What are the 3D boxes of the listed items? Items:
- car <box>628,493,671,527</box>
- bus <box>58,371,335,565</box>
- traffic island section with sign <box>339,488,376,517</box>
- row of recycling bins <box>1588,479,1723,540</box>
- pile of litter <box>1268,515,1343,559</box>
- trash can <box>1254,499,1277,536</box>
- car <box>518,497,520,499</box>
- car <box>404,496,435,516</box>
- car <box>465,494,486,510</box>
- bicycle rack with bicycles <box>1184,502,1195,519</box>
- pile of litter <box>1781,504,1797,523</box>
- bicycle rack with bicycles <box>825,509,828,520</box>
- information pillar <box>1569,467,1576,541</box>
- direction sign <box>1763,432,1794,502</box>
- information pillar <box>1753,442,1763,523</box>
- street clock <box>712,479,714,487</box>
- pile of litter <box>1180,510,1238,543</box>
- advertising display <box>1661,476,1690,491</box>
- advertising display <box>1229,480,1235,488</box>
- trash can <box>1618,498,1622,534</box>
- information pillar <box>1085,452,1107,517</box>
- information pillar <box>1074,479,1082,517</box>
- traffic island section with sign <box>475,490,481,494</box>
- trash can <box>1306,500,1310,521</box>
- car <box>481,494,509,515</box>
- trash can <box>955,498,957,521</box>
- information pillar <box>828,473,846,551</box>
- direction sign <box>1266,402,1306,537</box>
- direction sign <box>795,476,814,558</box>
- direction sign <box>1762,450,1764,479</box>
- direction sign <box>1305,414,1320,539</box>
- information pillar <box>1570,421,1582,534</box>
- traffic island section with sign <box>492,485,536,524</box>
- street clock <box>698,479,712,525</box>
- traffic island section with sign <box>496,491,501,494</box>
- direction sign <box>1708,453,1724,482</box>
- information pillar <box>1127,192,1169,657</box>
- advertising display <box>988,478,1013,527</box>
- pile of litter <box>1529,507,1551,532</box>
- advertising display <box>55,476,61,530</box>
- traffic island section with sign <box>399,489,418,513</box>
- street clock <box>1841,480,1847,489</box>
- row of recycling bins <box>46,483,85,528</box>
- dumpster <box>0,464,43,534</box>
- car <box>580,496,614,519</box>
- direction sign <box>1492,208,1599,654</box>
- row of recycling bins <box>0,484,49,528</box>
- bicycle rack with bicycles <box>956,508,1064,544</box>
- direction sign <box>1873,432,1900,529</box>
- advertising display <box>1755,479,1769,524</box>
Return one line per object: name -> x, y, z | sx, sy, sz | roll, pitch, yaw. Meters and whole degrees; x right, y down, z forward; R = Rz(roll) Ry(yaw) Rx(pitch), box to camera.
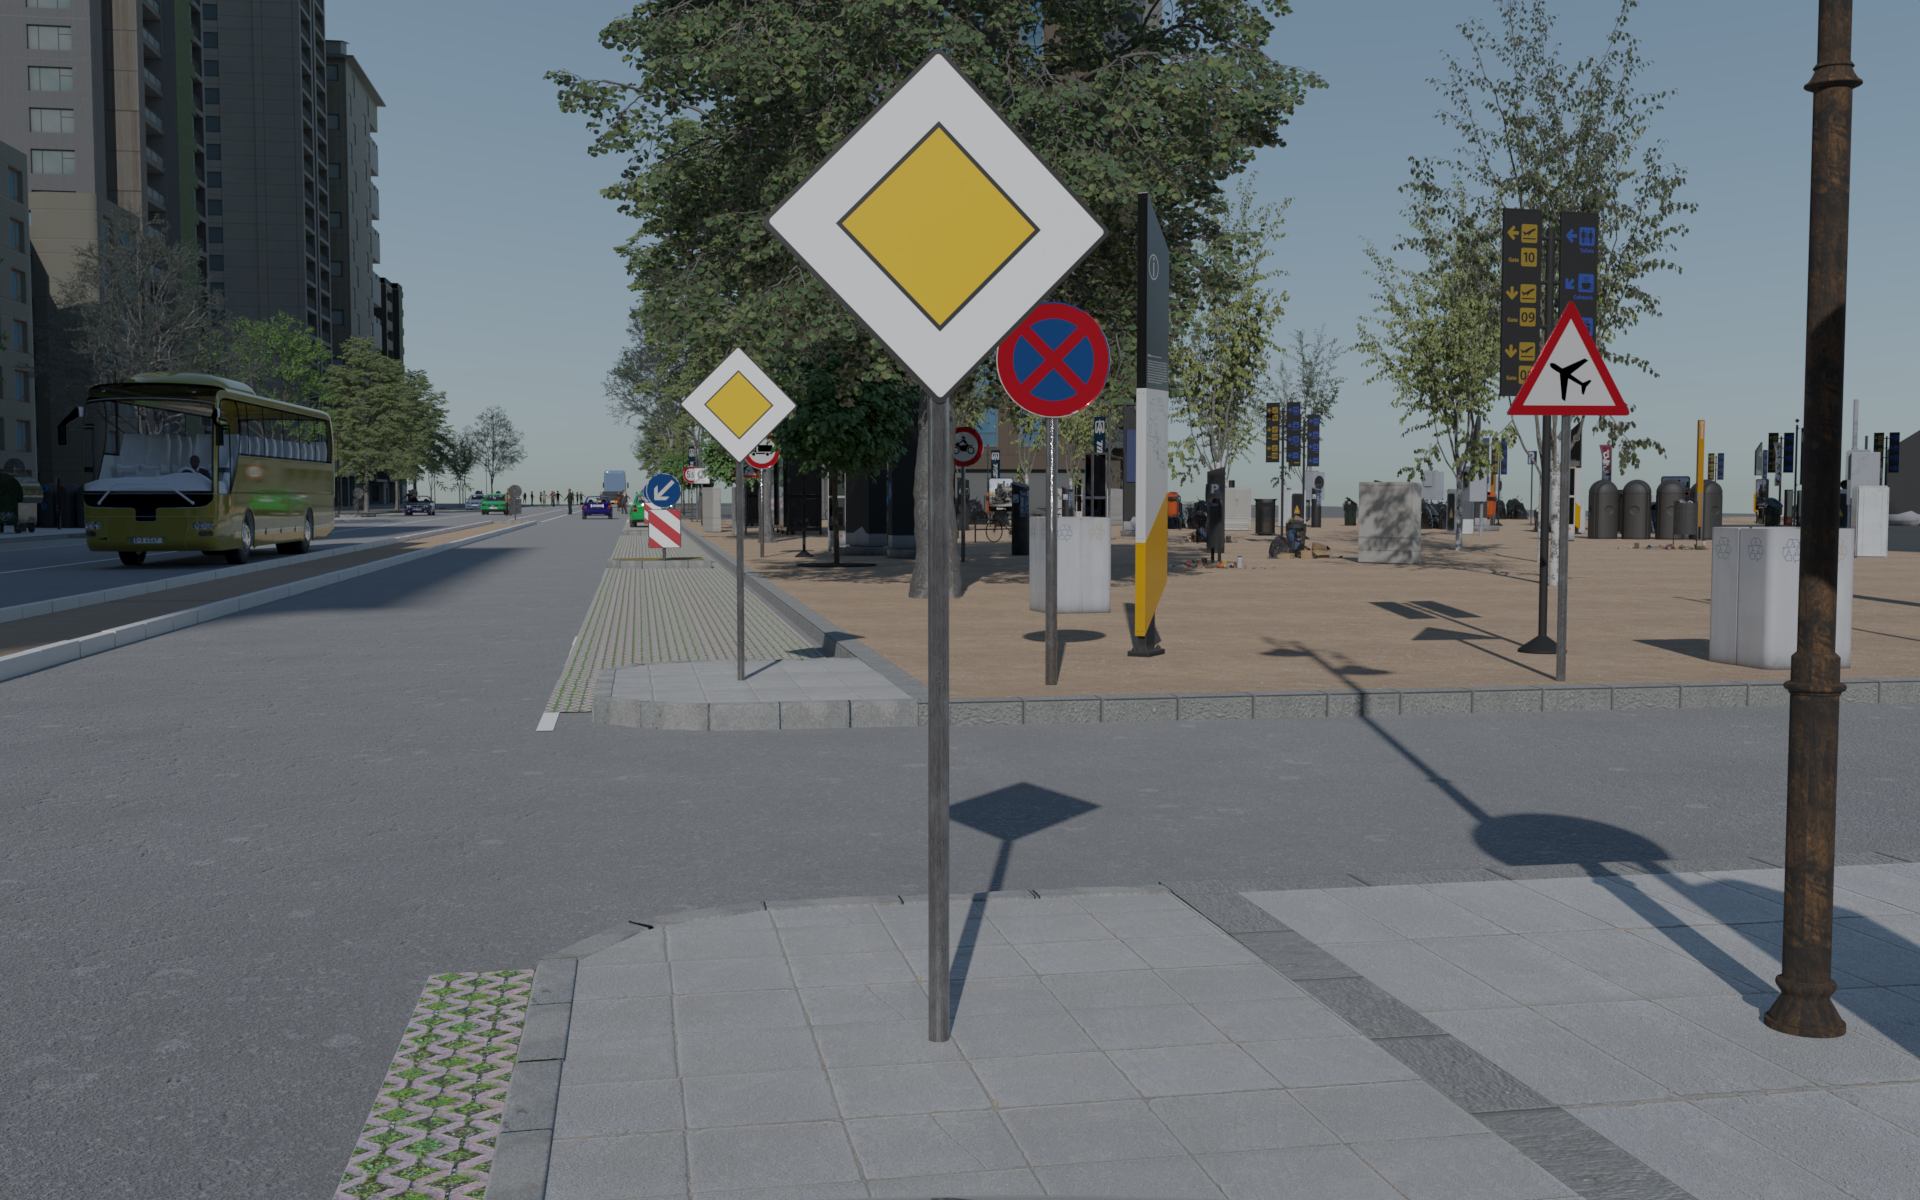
car -> -13.434, -4.066, 75.277 | 1.959, 1.807, 4.718 | -1, 4, -10
bus -> -16.318, -2.863, 38.365 | 2.896, 3.916, 12.252 | -1, 4, -10
traffic island section with sign -> -37.203, -6.019, 107.039 | 1.989, 1.847, 2.006 | -1, 4, -10
row of recycling bins -> 19.645, -2.561, 48.986 | 3.534, 1.692, 1.069 | 1, 4, 18
pile of litter -> 6.915, -1.269, 34.711 | 1.719, 0.858, 1.176 | -1, 4, -11
trash can -> 9.403, -2.550, 53.348 | 0.748, 1.137, 0.748 | 0, 3, 0
car -> -50.137, -11.266, 193.233 | 2.155, 1.783, 4.494 | -1, 4, -11
car -> -36.105, -6.311, 115.764 | 1.945, 1.354, 3.894 | -1, 4, -12
car -> -42.763, -8.659, 153.577 | 2.014, 1.417, 4.499 | -1, 4, -9
bicycle rack with bicycles -> 11.739, -4.301, 83.702 | 2.852, 0.926, 2.925 | 2, 4, 33
pile of litter -> 37.535, -3.940, 78.391 | 1.719, 0.858, 1.176 | -3, 4, -36
bicycle rack with bicycles -> -4.869, -4.141, 81.081 | 2.925, 0.926, 2.852 | -1, 4, -9
information pillar -> 16.471, -2.597, 46.949 | 0.304, 2.012, 0.304 | 0, 4, -7
direction sign -> 30.207, -4.391, 63.793 | 0.876, 3.537, 0.379 | 1, 4, 13
information pillar -> 35.788, -5.280, 77.676 | 0.504, 3.616, 0.183 | -2, 4, -35
street clock -> -11.281, -4.488, 77.943 | 0.471, 2.002, 0.358 | 3, 5, 44
pile of litter -> 6.500, -1.959, 45.991 | 1.719, 0.858, 1.176 | 3, 5, 42
advertising display -> 25.581, -3.471, 61.963 | 0.974, 1.923, 0.123 | 2, 4, 24
advertising display -> 12.502, -4.557, 79.725 | 0.123, 1.923, 0.974 | 0, 4, -1
trash can -> 21.486, -2.696, 55.739 | 0.748, 1.137, 0.748 | 0, 3, 0
information pillar -> 2.410, -1.606, 30.745 | 0.304, 2.012, 0.304 | -1, 4, -22
information pillar -> 5.601, -4.738, 81.964 | 0.304, 2.012, 0.304 | -1, 4, -14
traffic island section with sign -> -52.158, -10.949, 187.637 | 1.989, 1.847, 2.006 | -1, 4, -10
trash can -> 16.129, -4.262, 81.330 | 0.748, 1.137, 0.748 | 0, 3, 0
car -> -32.324, -6.844, 120.699 | 1.959, 1.807, 4.718 | -1, 4, -10
trash can -> -0.315, -3.440, 67.893 | 0.748, 1.137, 0.748 | 0, 3, 0
information pillar -> -2.769, -2.110, 38.986 | 0.304, 2.012, 0.304 | -3, 5, -41
direction sign -> 7.965, -3.105, 42.762 | 0.876, 3.537, 0.379 | 2, 4, 31
direction sign -> -3.167, -2.636, 35.091 | 0.379, 3.537, 0.876 | 1, 4, 13
direction sign -> 40.963, -5.906, 88.563 | 0.876, 3.537, 0.379 | -2, 4, -29
direction sign -> 9.751, -3.495, 49.142 | 0.876, 3.537, 0.379 | 0, 4, -2
information pillar -> 19.585, -3.907, 55.227 | 0.183, 3.616, 0.504 | -3, 5, -45
traffic island section with sign -> -21.697, -4.657, 84.278 | 2.006, 1.907, 1.989 | -1, 4, -10
street clock -> -10.819, -4.183, 72.963 | 0.471, 2.002, 0.358 | -1, 4, -14
traffic island section with sign -> -57.205, -12.608, 214.773 | 1.989, 1.847, 2.006 | -1, 4, -10
direction sign -> 41.713, -6.339, 95.637 | 0.379, 3.537, 0.876 | -3, 5, -43
information pillar -> 1.521, -1.369, 13.744 | 0.183, 3.616, 0.504 | 2, 4, 28
advertising display -> 1.602, -3.830, 67.840 | 0.974, 1.923, 0.123 | 0, 3, 0
pile of litter -> 19.882, -2.732, 58.633 | 1.176, 0.858, 1.719 | 1, 4, 21
advertising display -> -32.745, -3.528, 62.892 | 0.123, 1.923, 0.974 | -2, 4, -31
traffic island section with sign -> -42.134, -7.644, 133.609 | 1.989, 1.847, 2.006 | -1, 4, -10
street clock -> 44.920, -5.095, 87.873 | 0.358, 2.002, 0.471 | -3, 5, -43
row of recycling bins -> -34.302, -3.783, 68.967 | 1.069, 1.692, 3.534 | 2, 4, 25
dumpster -> -31.090, -3.310, 56.605 | 1.502, 2.255, 1.985 | -1, 4, -10
car -> -20.800, -5.305, 99.312 | 1.945, 1.354, 3.894 | -1, 4, -12
direction sign -> 4.718, -1.341, 13.928 | 0.876, 3.537, 0.379 | -1, 4, -17
row of recycling bins -> -39.101, -3.923, 71.254 | 3.534, 1.692, 1.069 | 2, 4, 33
bicycle rack with bicycles -> 1.841, -1.978, 45.727 | 2.852, 0.926, 2.925 | 3, 5, 40
direction sign -> 33.958, -4.377, 63.554 | 0.379, 3.537, 0.876 | -3, 5, -44
advertising display -> 34.095, -4.185, 73.640 | 0.123, 1.923, 0.974 | 0, 4, 0
